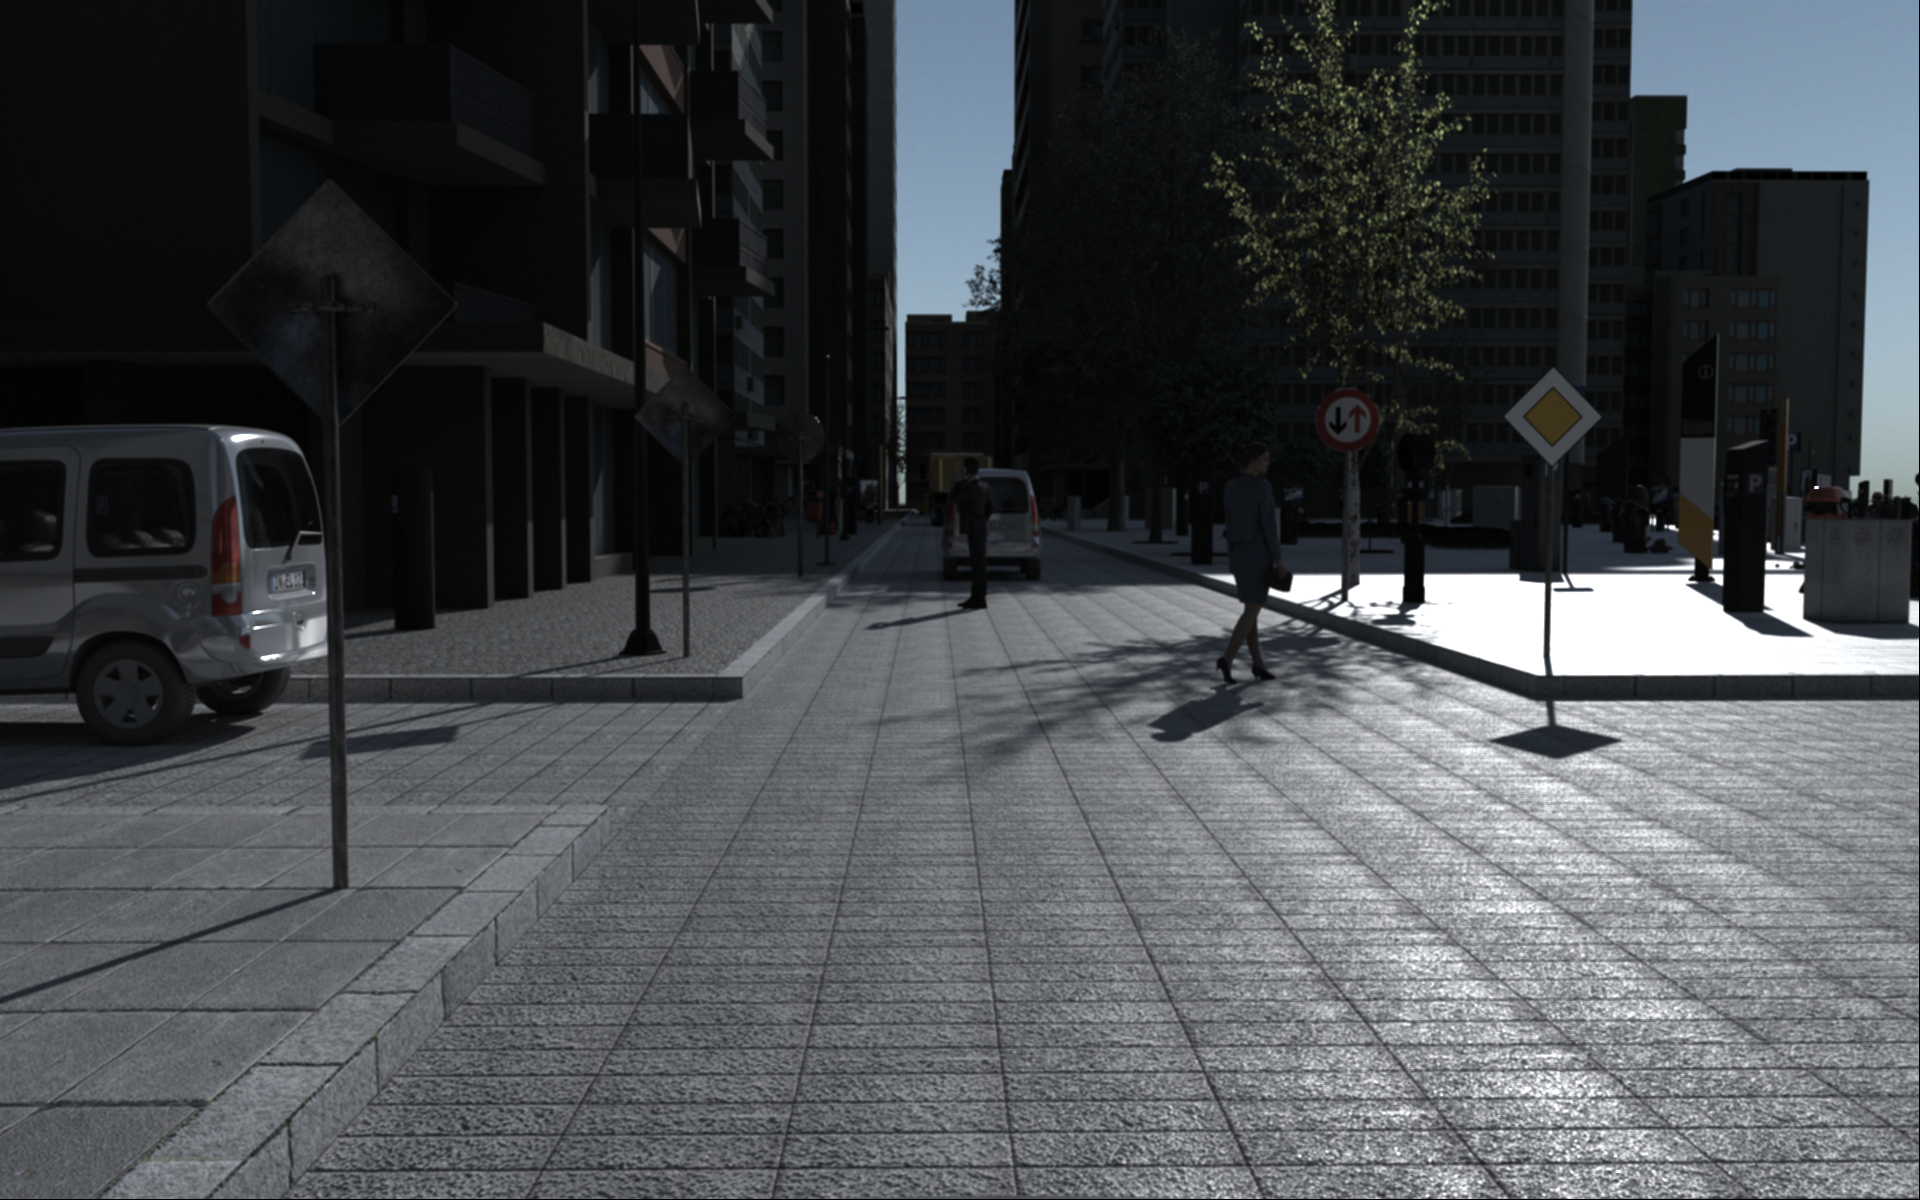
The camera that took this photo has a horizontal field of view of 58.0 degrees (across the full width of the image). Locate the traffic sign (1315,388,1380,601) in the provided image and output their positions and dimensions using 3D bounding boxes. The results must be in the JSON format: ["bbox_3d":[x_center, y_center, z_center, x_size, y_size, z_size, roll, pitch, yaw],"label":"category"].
[{"bbox_3d":[4.642,-1.267,20.824,0.768,2.556,0.104,0,4,4],"label":"traffic sign"}]

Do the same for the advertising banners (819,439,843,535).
[{"bbox_3d":[-4.072,-3.588,54.844,0.090,3.025,2.074,1,4,18],"label":"advertising banners"}]

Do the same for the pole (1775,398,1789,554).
[{"bbox_3d":[17.576,-2.641,37.031,0.158,3.312,0.155,0,3,0],"label":"pole"}]

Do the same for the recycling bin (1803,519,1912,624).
[{"bbox_3d":[9.047,-0.301,17.476,0.722,1.027,0.722,0,4,-5],"label":"recycling bin"}]

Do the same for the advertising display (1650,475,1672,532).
[{"bbox_3d":[24.023,-3.313,59.373,0.123,1.923,0.974,-1,4,-13],"label":"advertising display"}]

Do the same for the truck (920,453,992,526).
[{"bbox_3d":[-0.064,-5.165,80.365,3.469,3.379,9.791,0,4,-2],"label":"truck"}]

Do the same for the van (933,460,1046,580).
[{"bbox_3d":[0.527,-1.423,30.277,2.013,2.044,4.112,0,4,0],"label":"van"}]

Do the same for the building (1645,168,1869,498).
[{"bbox_3d":[71.799,-23.598,157.531,14.107,30.474,14.160,0,4,-1],"label":"building"}]

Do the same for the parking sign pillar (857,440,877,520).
[{"bbox_3d":[-4.723,-5.937,85.542,1.447,3.967,1.447,1,4,9],"label":"parking sign pillar"}]

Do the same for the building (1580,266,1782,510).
[{"bbox_3d":[50.262,-18.708,150.915,28.899,21.520,27.650,0,4,-1],"label":"building"}]

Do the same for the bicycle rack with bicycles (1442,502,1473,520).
[{"bbox_3d":[24.888,-4.237,82.652,2.852,0.926,2.925,-2,4,-32],"label":"bicycle rack with bicycles"}]

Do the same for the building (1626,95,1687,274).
[{"bbox_3d":[65.717,-30.437,181.238,14.086,41.232,14.154,0,4,-1],"label":"building"}]

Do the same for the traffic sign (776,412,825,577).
[{"bbox_3d":[-2.481,-1.638,26.892,0.768,2.556,0.104,0,4,7],"label":"traffic sign"}]

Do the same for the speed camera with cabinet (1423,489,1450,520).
[{"bbox_3d":[23.787,-5.604,85.959,2.038,3.252,0.660,0,4,-4],"label":"speed camera with cabinet"}]

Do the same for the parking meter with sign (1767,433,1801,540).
[{"bbox_3d":[22.866,-3.226,49.012,1.738,3.016,0.543,-1,4,-19],"label":"parking meter with sign"}]

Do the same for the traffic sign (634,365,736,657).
[{"bbox_3d":[-2.147,-0.607,13.567,0.795,2.450,0.064,0,4,-1],"label":"traffic sign"}]

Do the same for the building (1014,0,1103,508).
[{"bbox_3d":[15.044,-30.614,124.238,21.300,48.544,21.600,0,4,-1],"label":"building"}]

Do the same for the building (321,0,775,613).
[{"bbox_3d":[-15.109,-22.982,30.382,22.147,44.769,28.867,0,4,-1],"label":"building"}]

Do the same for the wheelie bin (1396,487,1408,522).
[{"bbox_3d":[19.794,-4.234,77.141,0.693,1.594,0.980,2,4,29],"label":"wheelie bin"}]

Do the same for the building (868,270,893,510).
[{"bbox_3d":[-20.594,-18.690,150.622,28.899,21.520,27.650,0,4,-1],"label":"building"}]

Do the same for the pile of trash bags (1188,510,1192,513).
[{"bbox_3d":[11.695,-4.756,87.511,1.912,1.369,3.447,1,4,20],"label":"pile of trash bags"}]

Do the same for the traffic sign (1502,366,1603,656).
[{"bbox_3d":[4.646,-0.613,13.660,0.795,2.450,0.064,0,4,-1],"label":"traffic sign"}]

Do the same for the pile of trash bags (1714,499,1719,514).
[{"bbox_3d":[35.621,-4.417,81.968,3.447,1.369,1.912,-3,5,-43],"label":"pile of trash bags"}]

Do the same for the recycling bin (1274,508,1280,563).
[{"bbox_3d":[5.473,-1.201,32.186,0.722,1.027,0.722,3,4,38],"label":"recycling bin"}]

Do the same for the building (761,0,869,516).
[{"bbox_3d":[-12.361,-19.878,96.701,14.160,30.474,14.107,0,4,-1],"label":"building"}]

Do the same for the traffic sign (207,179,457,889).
[{"bbox_3d":[-2.015,-0.119,5.583,0.795,2.450,0.064,0,4,-1],"label":"traffic sign"}]

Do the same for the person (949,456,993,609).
[{"bbox_3d":[0.132,-0.850,21.758,0.474,1.900,0.648,1,4,14],"label":"person"}]

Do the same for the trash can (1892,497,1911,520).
[{"bbox_3d":[39.424,-3.721,72.493,0.748,1.137,0.748,0,3,0],"label":"trash can"}]

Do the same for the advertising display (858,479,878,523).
[{"bbox_3d":[-3.966,-4.309,75.663,0.974,1.923,0.123,-2,4,-28],"label":"advertising display"}]

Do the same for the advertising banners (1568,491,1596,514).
[{"bbox_3d":[27.271,-4.955,77.203,2.074,3.025,0.090,1,4,9],"label":"advertising banners"}]

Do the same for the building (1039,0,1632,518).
[{"bbox_3d":[21.175,-25.051,101.457,32.217,40.220,23.993,0,4,-1],"label":"building"}]

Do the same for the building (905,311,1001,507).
[{"bbox_3d":[8.743,-20.963,187.790,28.899,21.520,27.650,0,4,-1],"label":"building"}]

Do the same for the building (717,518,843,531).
[{"bbox_3d":[-20.516,-22.915,66.548,32.217,40.220,23.993,0,4,-1],"label":"building"}]

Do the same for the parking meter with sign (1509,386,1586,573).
[{"bbox_3d":[9.702,-1.993,28.841,0.543,3.016,1.738,-1,4,-8],"label":"parking meter with sign"}]

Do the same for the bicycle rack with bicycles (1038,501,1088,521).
[{"bbox_3d":[5.026,-4.320,84.018,2.852,0.926,2.925,0,4,-6],"label":"bicycle rack with bicycles"}]

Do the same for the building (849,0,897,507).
[{"bbox_3d":[-20.763,-39.174,182.499,28.212,58.520,21.231,0,4,-1],"label":"building"}]

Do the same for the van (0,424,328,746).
[{"bbox_3d":[-6.061,-0.219,10.591,4.112,2.044,2.013,0,4,1],"label":"van"}]

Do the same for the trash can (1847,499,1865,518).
[{"bbox_3d":[27.152,-2.513,52.747,0.748,1.137,0.748,0,3,0],"label":"trash can"}]

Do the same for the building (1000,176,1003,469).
[{"bbox_3d":[10.612,-23.560,156.901,14.160,30.474,14.107,0,4,-1],"label":"building"}]

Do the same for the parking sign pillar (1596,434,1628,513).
[{"bbox_3d":[29.410,-5.483,78.120,1.447,3.967,1.447,2,4,27],"label":"parking sign pillar"}]

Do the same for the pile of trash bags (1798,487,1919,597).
[{"bbox_3d":[11.631,-0.750,22.021,3.447,1.369,1.912,-3,5,-41],"label":"pile of trash bags"}]

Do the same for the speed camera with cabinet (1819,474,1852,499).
[{"bbox_3d":[39.877,-5.194,79.259,0.660,3.252,2.038,-1,4,-12],"label":"speed camera with cabinet"}]

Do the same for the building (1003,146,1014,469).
[{"bbox_3d":[11.187,-22.699,142.828,14.160,30.474,14.107,0,4,-1],"label":"building"}]

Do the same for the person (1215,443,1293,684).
[{"bbox_3d":[2.183,-0.286,13.208,0.654,1.822,0.581,-1,4,-22],"label":"person"}]

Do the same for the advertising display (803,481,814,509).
[{"bbox_3d":[-7.673,-4.971,86.494,0.974,1.923,0.123,3,5,40],"label":"advertising display"}]

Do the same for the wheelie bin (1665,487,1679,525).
[{"bbox_3d":[30.065,-3.985,73.066,0.693,1.594,0.980,-2,4,-27],"label":"wheelie bin"}]

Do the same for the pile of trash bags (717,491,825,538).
[{"bbox_3d":[-5.616,-2.563,51.651,3.447,1.369,1.912,1,4,20],"label":"pile of trash bags"}]

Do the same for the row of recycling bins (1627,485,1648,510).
[{"bbox_3d":[32.382,-4.695,83.870,1.069,1.692,3.534,0,4,4],"label":"row of recycling bins"}]

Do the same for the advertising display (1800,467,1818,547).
[{"bbox_3d":[20.616,-2.256,42.099,0.123,1.923,0.974,1,4,11],"label":"advertising display"}]

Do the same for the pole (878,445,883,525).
[{"bbox_3d":[-3.331,-4.808,72.456,0.158,3.312,0.155,0,3,0],"label":"pole"}]
